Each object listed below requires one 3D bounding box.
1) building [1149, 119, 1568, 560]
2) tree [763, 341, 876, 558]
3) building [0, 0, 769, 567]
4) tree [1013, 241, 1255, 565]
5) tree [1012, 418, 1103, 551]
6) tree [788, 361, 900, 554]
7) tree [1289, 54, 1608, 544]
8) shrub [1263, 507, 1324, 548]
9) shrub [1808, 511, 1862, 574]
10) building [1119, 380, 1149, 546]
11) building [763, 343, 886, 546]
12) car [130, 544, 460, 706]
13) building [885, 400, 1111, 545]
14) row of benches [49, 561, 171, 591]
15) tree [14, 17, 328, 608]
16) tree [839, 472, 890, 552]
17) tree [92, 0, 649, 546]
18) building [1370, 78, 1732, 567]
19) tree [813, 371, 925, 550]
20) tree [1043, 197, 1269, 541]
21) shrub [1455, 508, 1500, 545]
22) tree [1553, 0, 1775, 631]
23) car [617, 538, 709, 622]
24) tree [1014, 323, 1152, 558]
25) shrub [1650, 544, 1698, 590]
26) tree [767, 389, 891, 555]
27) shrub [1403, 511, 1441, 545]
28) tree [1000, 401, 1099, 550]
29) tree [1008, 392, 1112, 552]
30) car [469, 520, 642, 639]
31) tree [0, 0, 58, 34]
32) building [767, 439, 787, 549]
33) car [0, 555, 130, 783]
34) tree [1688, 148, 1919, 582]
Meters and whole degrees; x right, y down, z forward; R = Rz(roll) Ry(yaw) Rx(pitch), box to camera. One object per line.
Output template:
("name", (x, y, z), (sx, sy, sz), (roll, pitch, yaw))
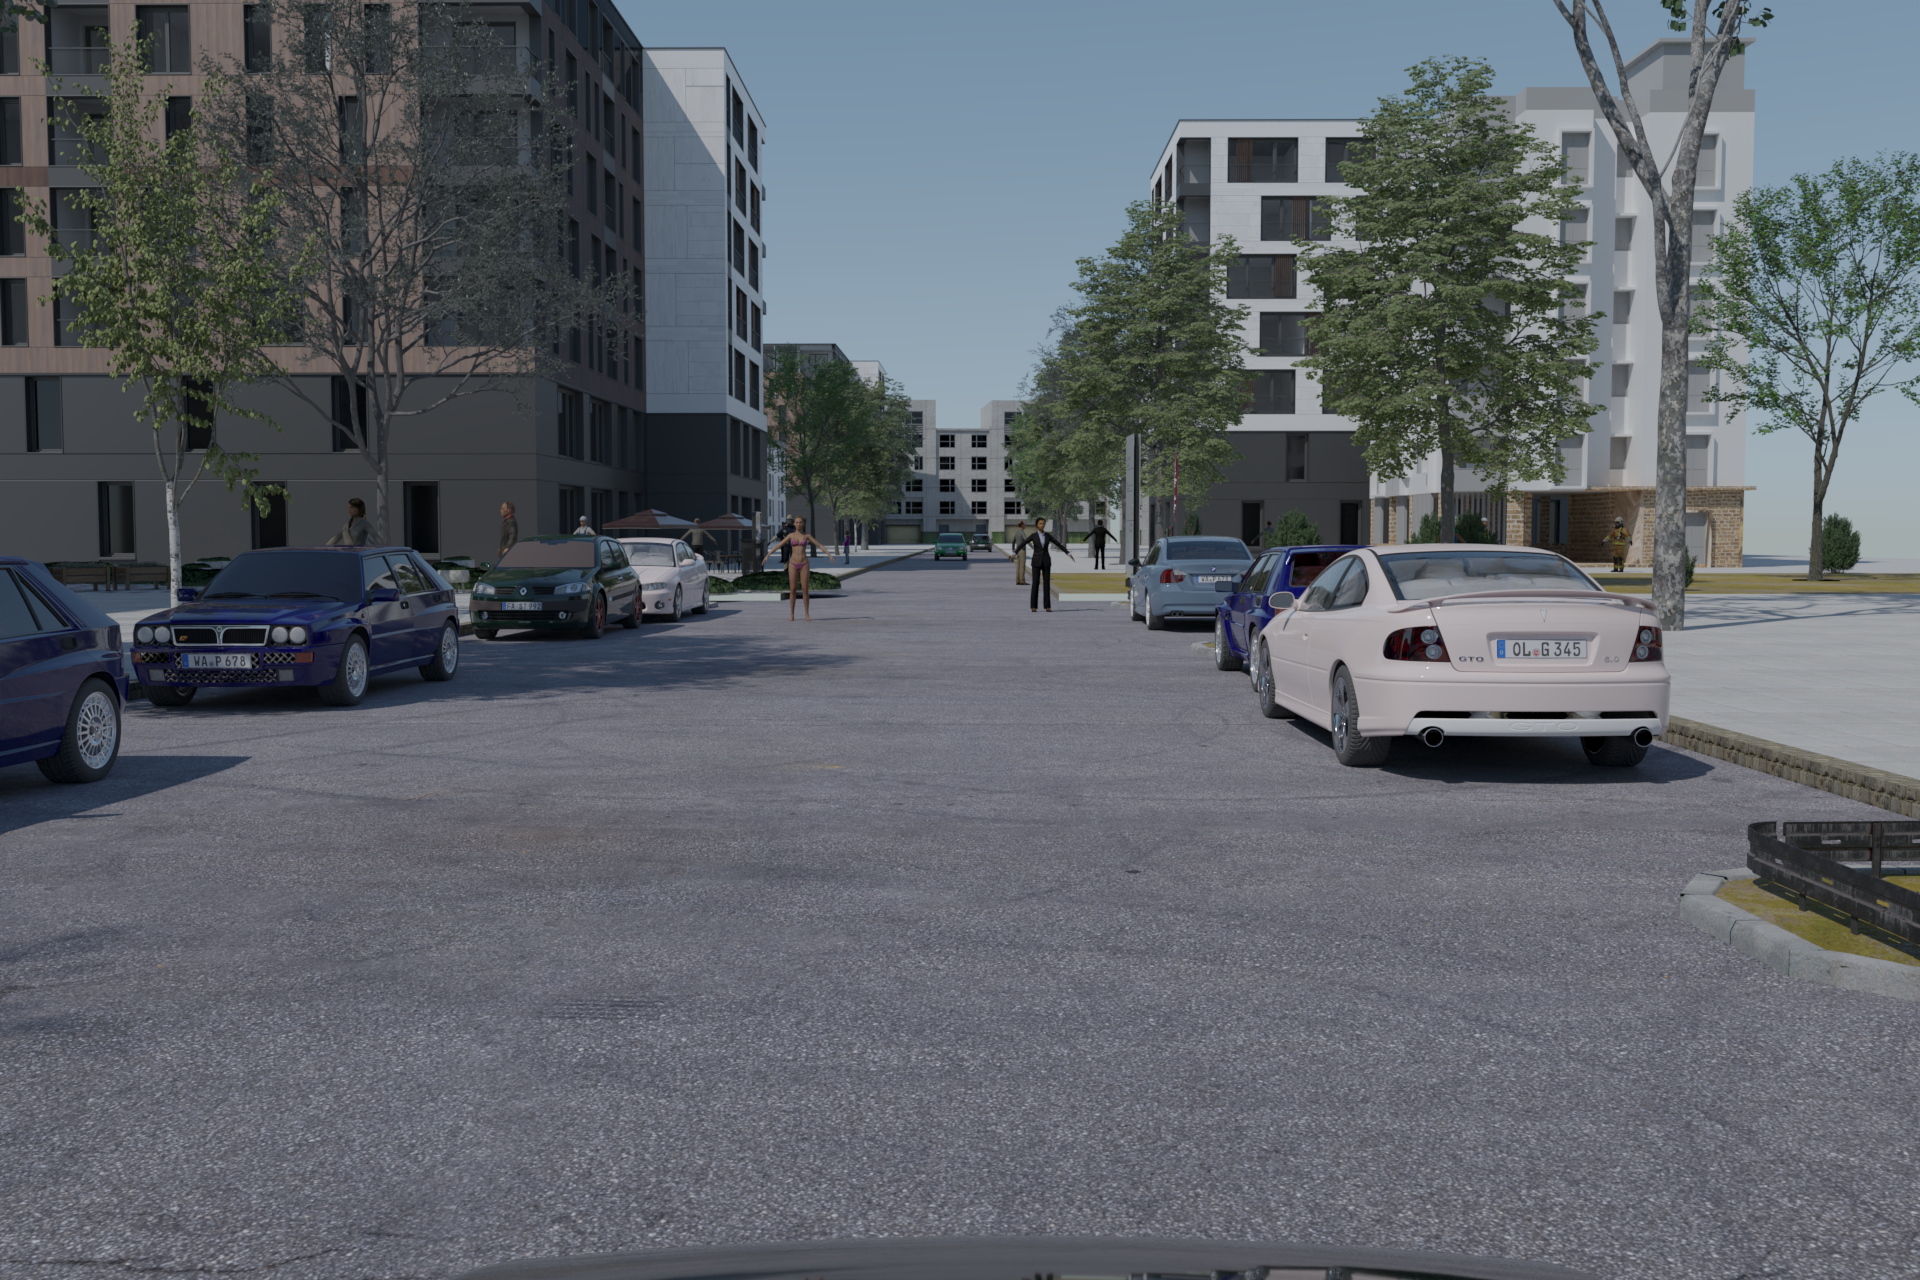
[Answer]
("building", (24.857, -15.773, 101.864), (27.936, 21.610, 32.646), (0, 4, 0))
("tree", (-8.168, -10.319, 94.475), (9.928, 11.665, 9.643), (0, 3, 0))
("building", (-23.823, -13.890, 71.083), (27.936, 21.610, 32.646), (0, 4, 1))
("tree", (6.956, -9.887, 72.018), (12.009, 13.543, 11.850), (0, 3, 0))
("tree", (7.644, -12.647, 132.529), (9.928, 11.665, 9.643), (0, 3, 0))
("tree", (-7.689, -12.007, 114.439), (7.486, 12.596, 7.792), (0, 3, 0))
("tree", (11.502, -7.584, 42.119), (7.486, 12.596, 7.792), (0, 3, 0))
("shrub", (9.765, -2.856, 50.742), (1.661, 2.075, 1.752), (0, 3, 0))
("shrub", (28.375, -3.164, 56.153), (1.690, 2.028, 1.600), (0, 3, 0))
("building", (28.369, -20.605, 203.357), (16.747, 18.905, 31.486), (0, 4, 1))
("building", (-23.552, -21.899, 202.017), (27.936, 21.610, 32.646), (0, 4, 1))
("car", (-5.855, -0.187, 15.637), (1.945, 1.354, 3.894), (0, 4, 1))
("building", (3.506, -22.398, 235.117), (31.486, 18.905, 16.747), (0, 4, -4))
("row of benches", (-19.651, -1.429, 38.827), (1.422, 0.672, 4.104), (3, 4, 36))
("tree", (-11.508, -4.582, 25.282), (4.737, 8.622, 4.395), (0, 3, 0))
("tree", (-7.347, -10.599, 123.653), (4.737, 8.622, 4.395), (0, 3, 0))
("tree", (-12.022, -7.656, 35.543), (12.009, 13.543, 11.850), (0, 3, 0))
("building", (24.064, -13.578, 78.426), (16.016, 20.090, 11.380), (0, 4, 1))
("tree", (-7.593, -14.065, 136.618), (9.857, 13.997, 8.962), (0, 3, 0))
("tree", (6.752, -8.645, 59.469), (7.486, 12.596, 7.792), (0, 3, 0))
("shrub", (14.402, -2.720, 48.884), (1.690, 2.028, 1.600), (0, 3, 0))
("tree", (8.709, -10.268, 23.774), (12.611, 20.169, 13.585), (0, 3, 0))
("car", (-5.475, -1.061, 29.706), (2.083, 1.381, 4.827), (0, 4, 1))
("tree", (6.610, -10.615, 91.688), (7.486, 12.596, 7.792), (0, 3, 0))
("shrub", (16.171, -1.720, 39.247), (1.383, 1.207, 1.383), (0, 3, 0))
("tree", (-7.614, -10.377, 104.069), (7.601, 10.594, 8.767), (3, 5, 42))
("shrub", (14.558, -2.999, 53.449), (1.690, 2.028, 1.600), (0, 3, 0))
("tree", (7.850, -14.509, 143.883), (9.857, 13.997, 8.962), (0, 3, 0))
("tree", (7.349, -12.070, 123.107), (9.928, 11.665, 9.643), (0, 3, 0))
("car", (-5.745, -0.925, 24.913), (2.009, 1.686, 4.222), (0, 4, 1))
("tree", (-11.755, -6.476, 12.540), (9.857, 13.997, 8.962), (0, 3, 0))
("building", (-20.639, -13.407, 161.344), (9.099, 9.664, 28.070), (0, 4, 1))
("car", (-5.842, 0.237, 8.714), (1.945, 1.354, 3.894), (0, 4, 0))
("tree", (23.508, -7.407, 46.863), (9.928, 11.665, 9.643), (0, 3, 0))
